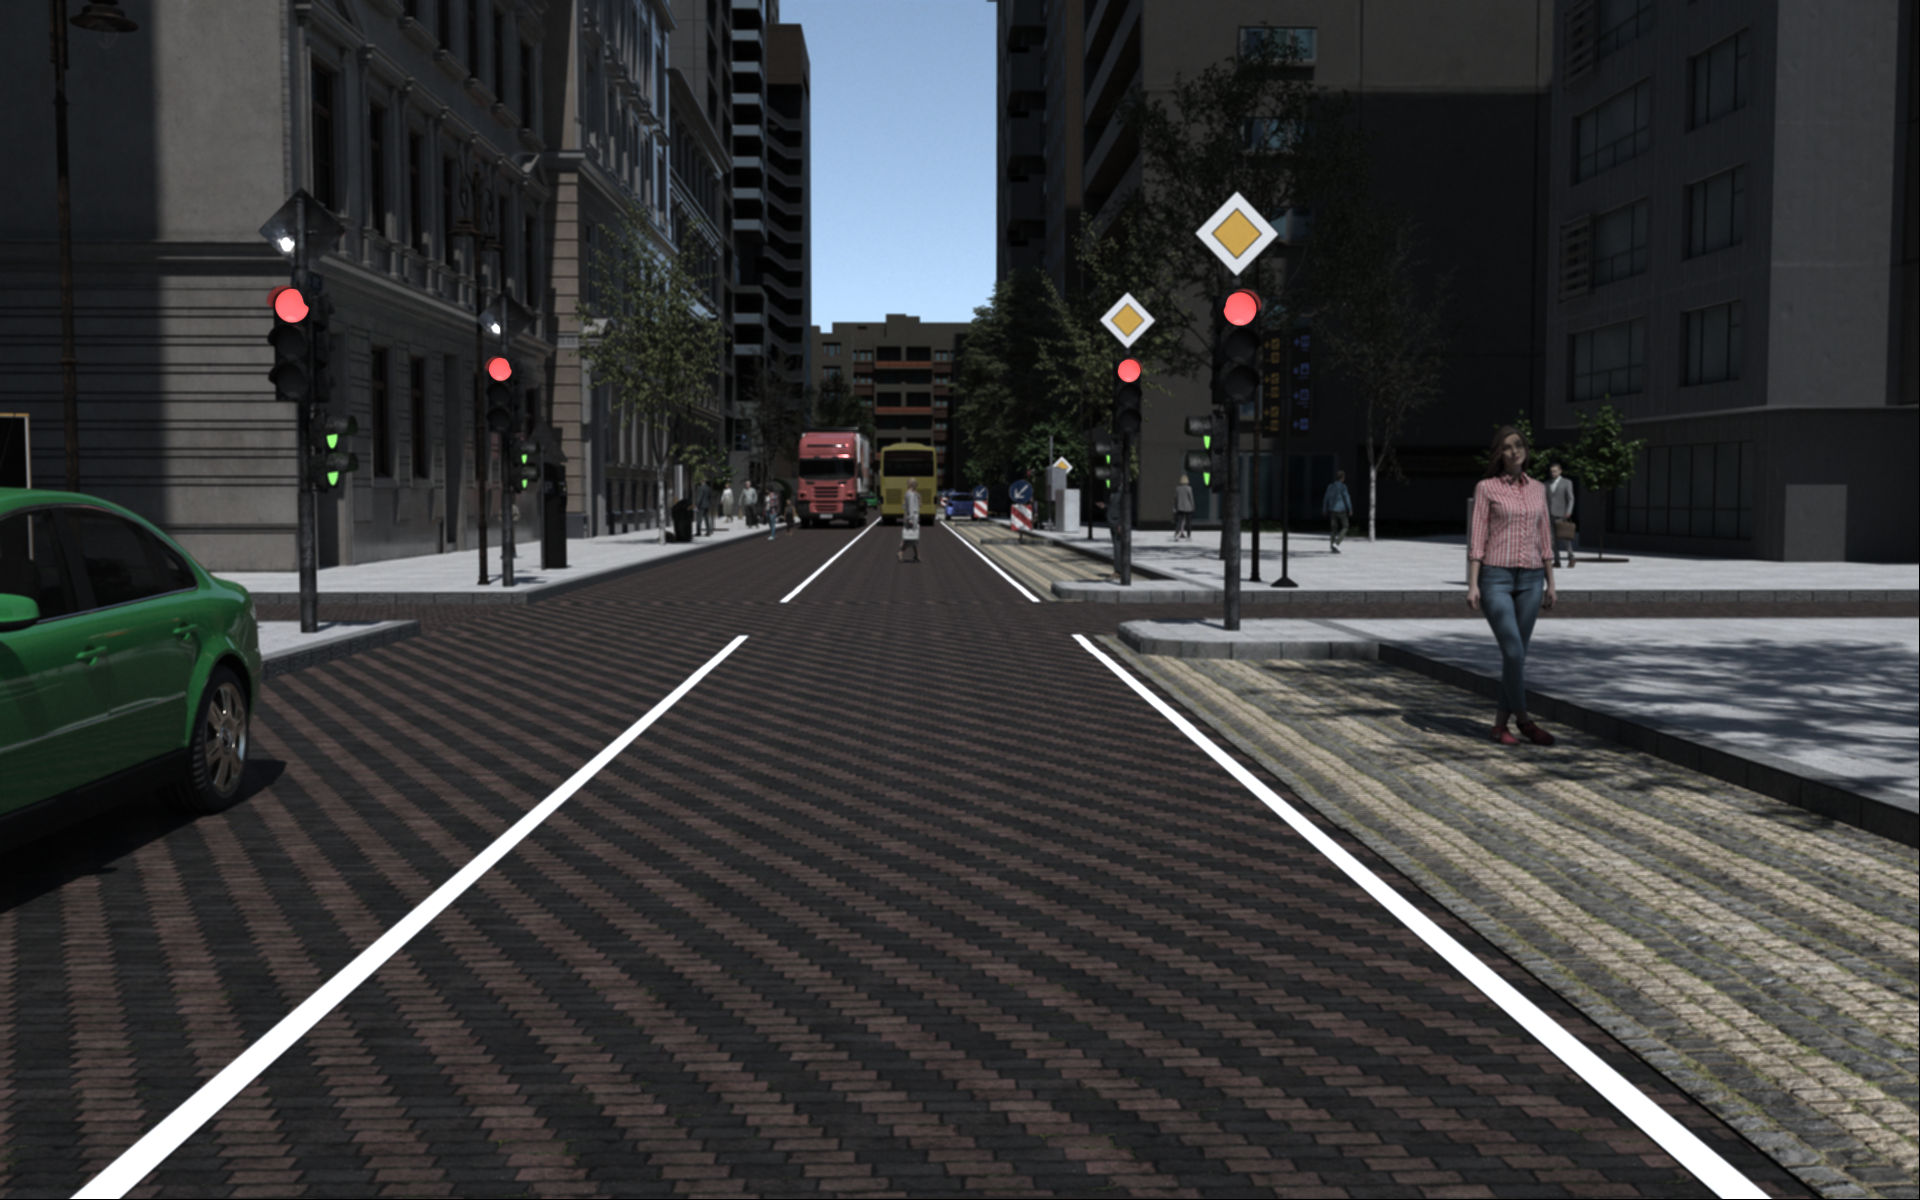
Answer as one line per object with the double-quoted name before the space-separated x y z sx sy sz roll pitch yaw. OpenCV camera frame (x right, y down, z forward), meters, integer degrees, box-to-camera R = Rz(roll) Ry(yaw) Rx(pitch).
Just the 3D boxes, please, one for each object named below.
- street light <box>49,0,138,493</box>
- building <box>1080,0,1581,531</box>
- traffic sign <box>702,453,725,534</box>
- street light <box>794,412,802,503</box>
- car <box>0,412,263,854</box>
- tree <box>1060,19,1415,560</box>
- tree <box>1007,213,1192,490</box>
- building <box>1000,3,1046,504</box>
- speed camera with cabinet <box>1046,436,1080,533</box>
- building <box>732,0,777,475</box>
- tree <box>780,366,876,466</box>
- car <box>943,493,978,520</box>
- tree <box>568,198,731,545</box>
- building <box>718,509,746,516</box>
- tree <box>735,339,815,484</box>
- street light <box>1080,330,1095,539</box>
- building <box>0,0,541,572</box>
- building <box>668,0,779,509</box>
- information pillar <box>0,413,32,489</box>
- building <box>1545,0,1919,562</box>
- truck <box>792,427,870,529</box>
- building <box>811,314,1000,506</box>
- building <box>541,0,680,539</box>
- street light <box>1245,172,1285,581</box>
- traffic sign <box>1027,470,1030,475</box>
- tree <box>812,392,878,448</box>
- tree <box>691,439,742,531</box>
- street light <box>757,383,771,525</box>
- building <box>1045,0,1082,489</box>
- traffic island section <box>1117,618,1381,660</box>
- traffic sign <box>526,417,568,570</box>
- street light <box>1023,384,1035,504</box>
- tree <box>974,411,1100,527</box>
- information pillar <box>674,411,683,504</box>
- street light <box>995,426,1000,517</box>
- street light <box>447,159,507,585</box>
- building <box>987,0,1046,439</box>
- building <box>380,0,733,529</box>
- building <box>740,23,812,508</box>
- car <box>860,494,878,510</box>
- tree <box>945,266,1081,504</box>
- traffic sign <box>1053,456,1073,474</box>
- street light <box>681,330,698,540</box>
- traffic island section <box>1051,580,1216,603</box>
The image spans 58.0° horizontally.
"street light" -6.412 -2.424 12.420 0.468 5.910 1.993 0 4 -2
"building" 16.574 -27.249 69.216 21.300 48.544 21.600 0 4 -2
"traffic sign" -7.887 -3.363 54.994 0.884 2.594 0.081 0 4 2
"street light" -8.848 -7.506 95.503 0.468 5.910 1.993 0 4 -2
"car" -4.117 0.146 6.416 1.959 1.807 4.718 0 4 -3
"tree" 5.499 -6.062 33.518 7.601 10.594 8.767 -2 4 -26
"tree" 4.065 -5.744 44.277 4.737 8.622 4.395 0 3 0
"building" 14.989 -49.879 128.189 22.319 86.520 31.000 0 4 -2
"speed camera with cabinet" 3.457 -3.912 58.299 0.660 3.252 2.038 -1 4 -15
"building" -25.120 -50.182 133.142 22.319 86.520 31.000 0 4 -2
"tree" -9.559 -11.695 125.621 7.601 10.594 8.767 0 4 -2
"car" 0.058 -5.218 94.905 1.945 1.707 3.694 0 4 -3
"tree" -7.499 -5.663 42.952 4.737 8.622 4.395 0 3 0
"building" -22.686 -40.936 107.560 20.563 71.187 20.611 0 4 -2
"tree" -9.010 -8.108 82.930 4.360 8.622 3.978 0 3 0
"street light" 3.694 -4.658 48.949 0.468 5.910 1.993 0 4 -2
"building" -16.116 -12.299 37.253 11.583 22.565 21.152 0 4 -2
"building" -31.092 -46.199 193.607 20.611 71.187 20.563 0 4 -2
"information pillar" -8.694 -0.699 15.923 0.304 2.012 0.304 -2 4 -27
"building" 21.360 -21.470 34.622 14.086 41.232 14.154 0 4 -2
"truck" -5.423 -5.271 75.100 2.839 4.237 11.283 0 3 0
"building" -6.475 -21.715 200.084 28.899 21.520 27.650 0 4 -2
"building" -17.269 -16.655 58.220 13.634 28.700 20.117 0 4 -2
"street light" 4.349 -3.214 25.343 0.468 5.910 1.993 0 4 -2
"traffic sign" 3.177 -4.398 72.006 0.768 2.556 0.104 0 4 0
"tree" -11.908 -15.316 176.178 9.928 11.665 9.643 0 3 0
"tree" -8.721 -4.056 60.912 1.663 3.219 1.824 0 3 0
"street light" -8.128 -6.062 71.900 0.468 5.910 1.993 0 4 -2
"building" 12.730 -27.909 106.429 14.600 45.320 14.200 0 4 -2
"traffic island section" 2.584 0.365 16.317 2.009 0.180 2.903 0 4 -2
"traffic sign" -7.035 -1.783 29.154 0.884 2.594 0.081 0 4 1
"street light" 2.917 -6.127 72.964 0.468 5.910 1.993 0 4 -2
"tree" 3.680 -5.163 68.121 4.285 4.588 4.351 0 3 0
"information pillar" -7.997 -3.539 49.216 0.183 3.616 0.504 -2 4 -27
"street light" 2.176 -7.619 97.350 0.468 5.910 1.993 0 4 -2
"street light" -6.753 -3.155 24.377 0.468 5.910 1.993 0 4 -2
"building" 17.385 -34.817 158.497 28.713 52.752 27.495 0 4 -2
"building" -17.197 -14.872 79.309 11.583 22.565 21.152 0 4 -2
"building" -21.554 -31.392 163.369 14.200 45.320 14.600 0 4 -2
"car" -8.490 -9.201 159.225 1.959 1.807 4.718 0 4 -2
"tree" 2.974 -10.316 86.787 7.486 12.596 7.792 0 3 0
"traffic sign" 3.532 -3.671 59.761 0.795 2.593 0.064 0 4 3
"street light" -7.543 -4.618 48.292 0.468 5.910 1.993 0 4 -2
"traffic island section" 2.345 -0.123 24.299 2.009 0.180 2.903 0 4 -2
